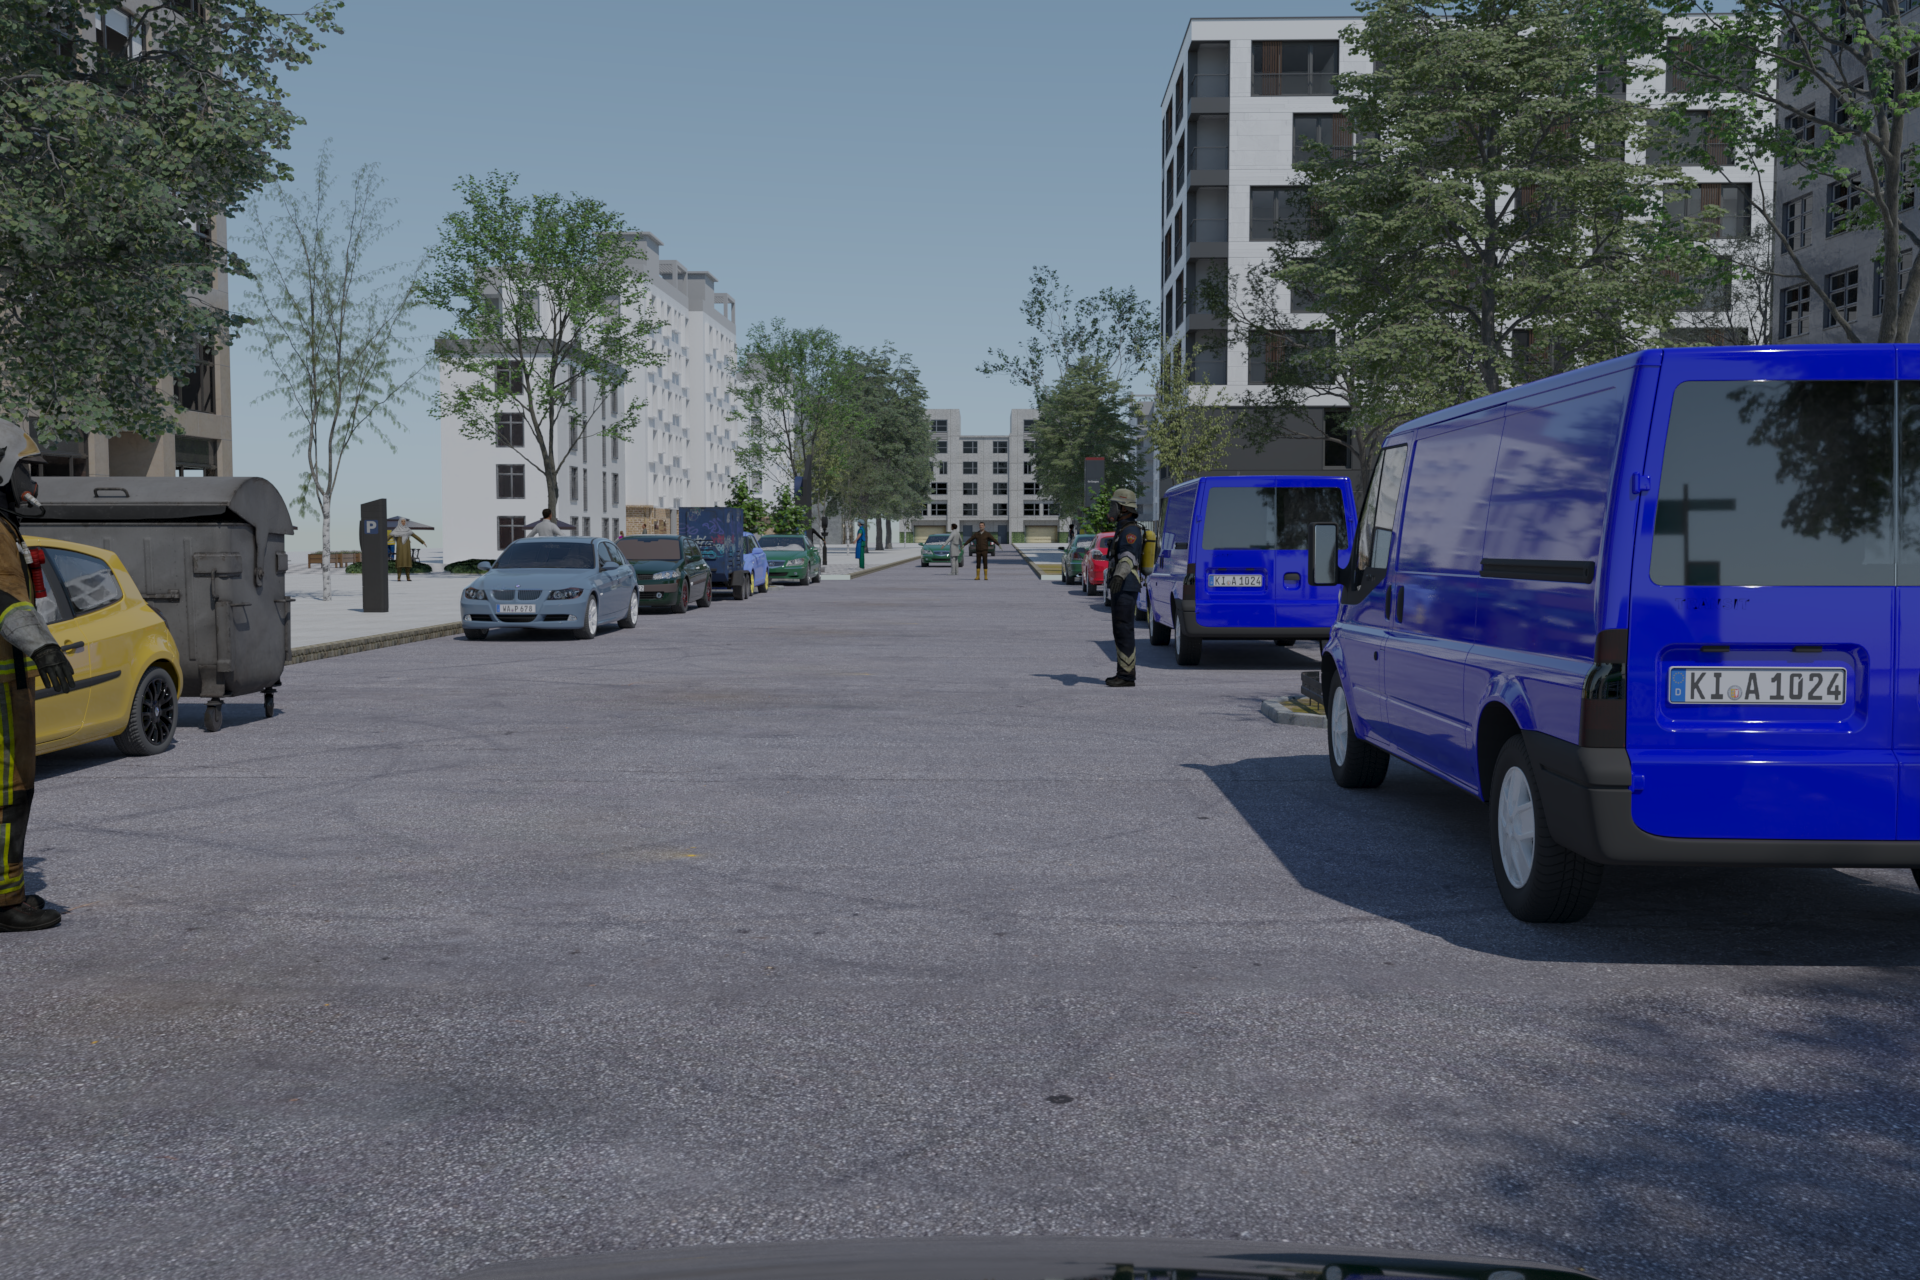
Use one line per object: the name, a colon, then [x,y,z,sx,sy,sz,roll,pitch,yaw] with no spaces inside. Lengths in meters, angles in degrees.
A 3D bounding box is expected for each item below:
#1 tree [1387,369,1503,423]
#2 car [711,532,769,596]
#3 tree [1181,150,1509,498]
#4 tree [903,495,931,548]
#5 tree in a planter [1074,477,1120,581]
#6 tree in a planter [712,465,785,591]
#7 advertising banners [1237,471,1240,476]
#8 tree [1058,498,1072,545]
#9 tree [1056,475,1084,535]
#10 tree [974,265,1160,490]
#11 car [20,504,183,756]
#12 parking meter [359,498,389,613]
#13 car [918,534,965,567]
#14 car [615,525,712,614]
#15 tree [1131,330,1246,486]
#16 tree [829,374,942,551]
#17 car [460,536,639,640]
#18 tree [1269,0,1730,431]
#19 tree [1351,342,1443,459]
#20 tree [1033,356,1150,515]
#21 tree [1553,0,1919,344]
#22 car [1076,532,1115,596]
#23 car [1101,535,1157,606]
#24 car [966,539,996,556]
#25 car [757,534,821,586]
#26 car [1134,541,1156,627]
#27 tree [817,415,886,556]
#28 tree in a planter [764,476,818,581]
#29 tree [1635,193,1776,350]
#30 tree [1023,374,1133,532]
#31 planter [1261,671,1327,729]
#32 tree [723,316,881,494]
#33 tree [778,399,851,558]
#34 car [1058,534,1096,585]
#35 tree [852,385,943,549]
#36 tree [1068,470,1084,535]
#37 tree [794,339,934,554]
tree: [18.296,-7.013,65.033,4.737,8.622,4.395,0,3,0]
car: [-5.563,-1.916,40.925,1.945,1.707,3.694,0,4,2]
tree: [9.851,-6.587,42.112,8.767,10.594,7.601,-3,5,-41]
tree: [-4.852,-12.847,160.414,4.737,8.622,4.395,0,3,0]
tree in a planter: [4.443,-3.456,53.724,1.991,3.239,1.994,0,4,2]
tree in a planter: [-5.568,-2.889,44.451,1.991,3.239,1.994,0,4,2]
advertising banners: [7.762,-3.231,49.019,0.090,3.025,2.074,0,4,2]
tree: [9.978,-12.840,160.297,4.360,8.622,3.978,0,3,0]
tree: [9.677,-11.952,145.774,4.737,8.622,4.395,0,3,0]
tree: [7.909,-16.331,122.902,12.611,20.169,13.585,0,3,0]
car: [-6.069,0.022,9.863,2.015,1.641,3.980,0,4,1]
parking meter: [-9.589,-1.384,28.333,0.399,1.863,0.255,0,4,2]
car: [-0.754,-3.941,76.228,2.131,1.459,4.920,0,4,1]
car: [-5.766,-1.386,32.447,2.009,1.686,4.222,0,4,1]
tree: [7.991,-6.845,62.283,4.737,8.622,4.395,0,3,0]
tree: [-6.275,-13.913,134.130,9.857,13.997,8.962,0,3,0]
car: [-5.828,-0.799,25.072,2.014,1.417,4.499,0,4,1]
tree: [9.047,-6.857,30.234,7.486,12.596,7.792,0,3,0]
tree: [15.720,-6.638,58.901,4.737,8.622,4.395,0,3,0]
tree: [8.118,-11.777,110.681,7.486,12.596,7.792,0,3,0]
tree: [9.900,-5.658,18.256,9.928,11.665,9.643,0,3,0]
car: [3.880,-1.995,41.655,2.155,1.783,4.494,0,4,2]
car: [3.717,-1.274,32.837,2.014,1.417,4.499,0,4,0]
car: [1.420,-6.288,112.598,2.009,1.686,4.222,0,3,0]
car: [-5.052,-2.309,49.553,2.131,1.459,4.920,0,4,2]
car: [3.705,-1.098,27.544,1.945,1.707,3.694,0,4,1]
tree: [-6.679,-9.308,102.544,4.360,8.622,3.978,0,3,0]
tree in a planter: [-5.356,-3.439,53.457,1.991,3.239,1.994,0,4,2]
tree: [28.465,-9.265,61.856,12.009,13.543,11.850,0,3,0]
tree: [9.607,-14.070,136.702,9.857,13.997,8.962,0,3,0]
planter: [3.406,0.464,13.547,1.991,0.319,1.994,0,4,2]
tree: [-7.455,-9.577,82.342,9.928,11.665,9.643,0,3,0]
tree: [-7.658,-8.786,94.013,4.737,8.622,4.395,0,3,0]
car: [3.917,-2.352,50.251,2.131,1.459,4.920,0,4,1]
tree: [-6.138,-14.708,147.128,9.857,13.997,8.962,0,3,0]
tree: [10.404,-12.440,153.760,4.737,8.622,4.395,0,3,0]
tree: [-6.458,-12.691,114.152,9.857,13.997,8.962,0,3,0]
